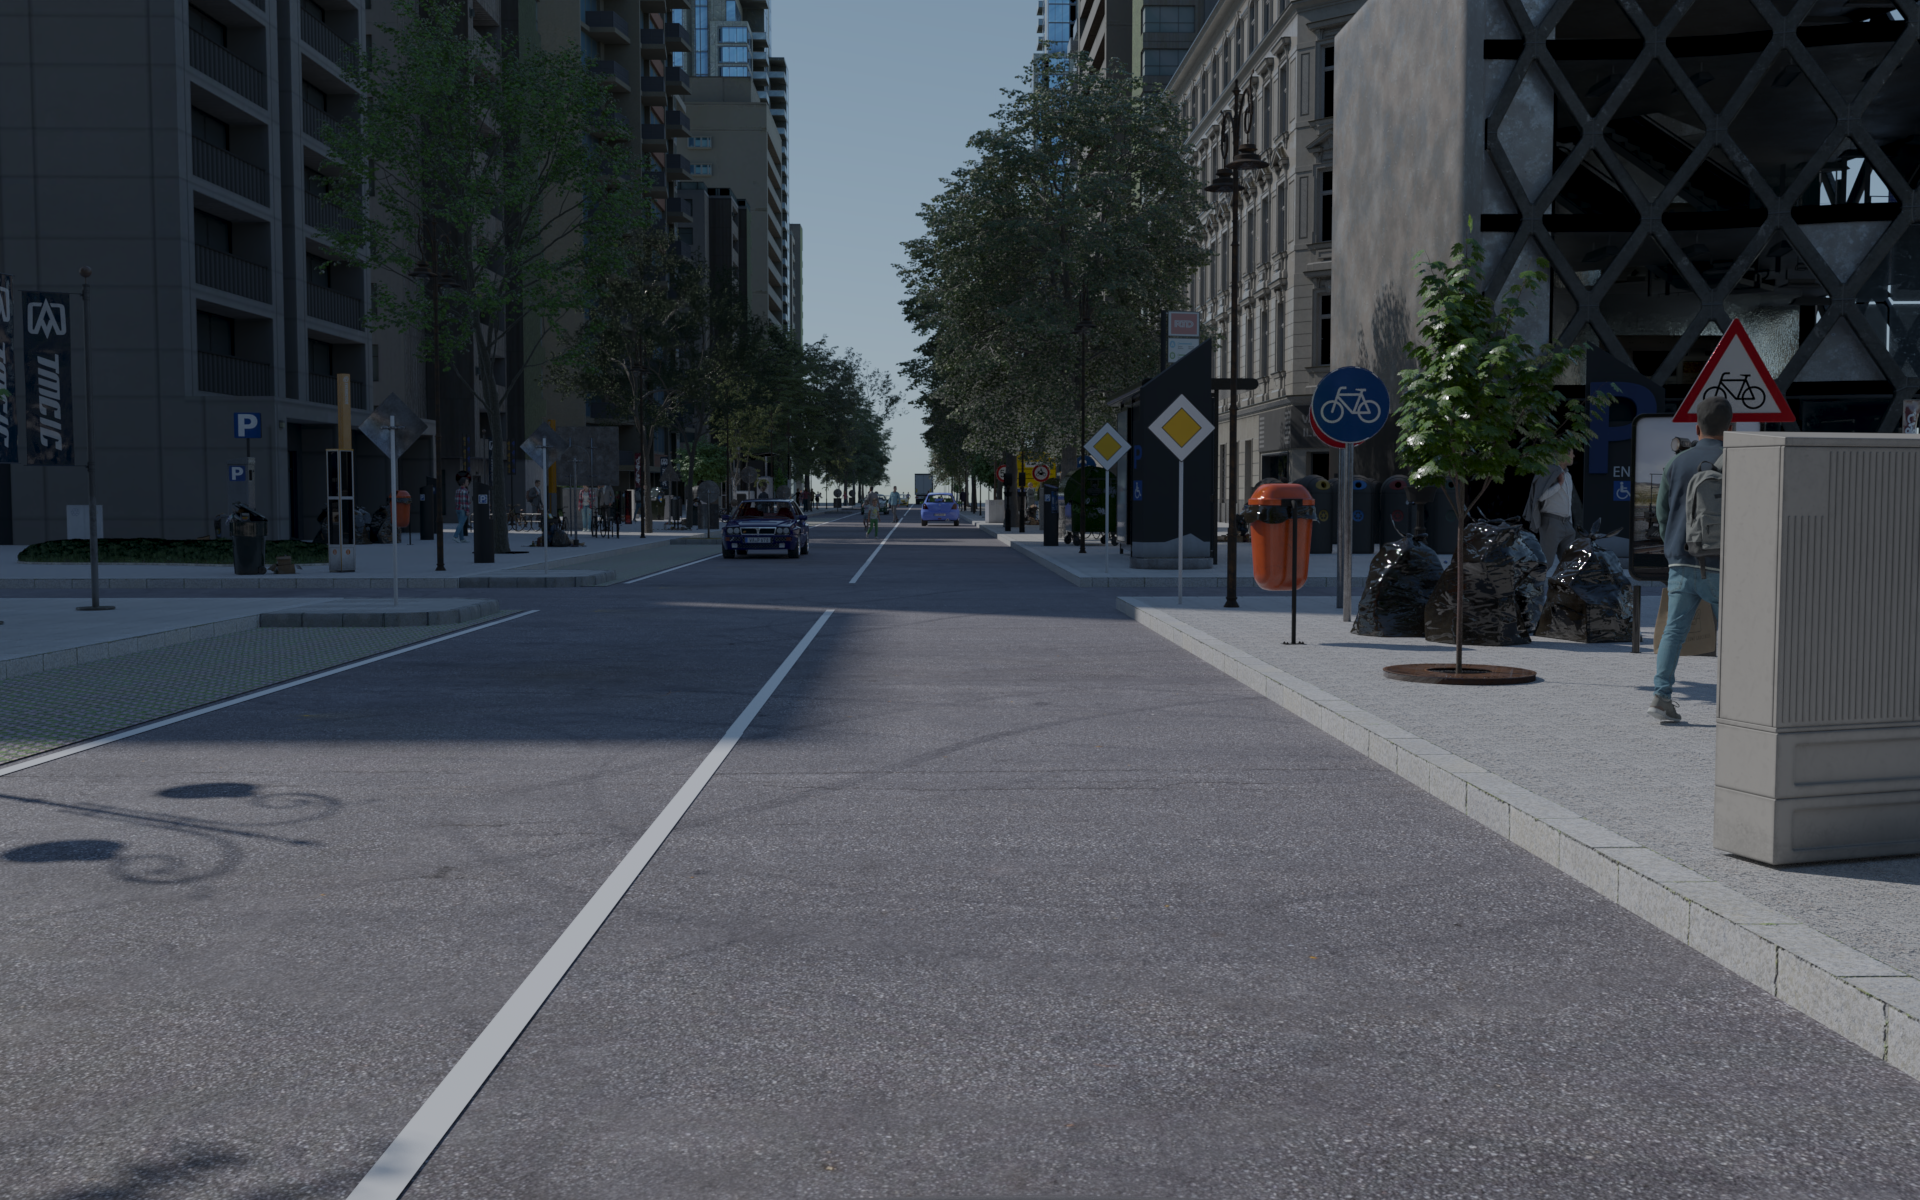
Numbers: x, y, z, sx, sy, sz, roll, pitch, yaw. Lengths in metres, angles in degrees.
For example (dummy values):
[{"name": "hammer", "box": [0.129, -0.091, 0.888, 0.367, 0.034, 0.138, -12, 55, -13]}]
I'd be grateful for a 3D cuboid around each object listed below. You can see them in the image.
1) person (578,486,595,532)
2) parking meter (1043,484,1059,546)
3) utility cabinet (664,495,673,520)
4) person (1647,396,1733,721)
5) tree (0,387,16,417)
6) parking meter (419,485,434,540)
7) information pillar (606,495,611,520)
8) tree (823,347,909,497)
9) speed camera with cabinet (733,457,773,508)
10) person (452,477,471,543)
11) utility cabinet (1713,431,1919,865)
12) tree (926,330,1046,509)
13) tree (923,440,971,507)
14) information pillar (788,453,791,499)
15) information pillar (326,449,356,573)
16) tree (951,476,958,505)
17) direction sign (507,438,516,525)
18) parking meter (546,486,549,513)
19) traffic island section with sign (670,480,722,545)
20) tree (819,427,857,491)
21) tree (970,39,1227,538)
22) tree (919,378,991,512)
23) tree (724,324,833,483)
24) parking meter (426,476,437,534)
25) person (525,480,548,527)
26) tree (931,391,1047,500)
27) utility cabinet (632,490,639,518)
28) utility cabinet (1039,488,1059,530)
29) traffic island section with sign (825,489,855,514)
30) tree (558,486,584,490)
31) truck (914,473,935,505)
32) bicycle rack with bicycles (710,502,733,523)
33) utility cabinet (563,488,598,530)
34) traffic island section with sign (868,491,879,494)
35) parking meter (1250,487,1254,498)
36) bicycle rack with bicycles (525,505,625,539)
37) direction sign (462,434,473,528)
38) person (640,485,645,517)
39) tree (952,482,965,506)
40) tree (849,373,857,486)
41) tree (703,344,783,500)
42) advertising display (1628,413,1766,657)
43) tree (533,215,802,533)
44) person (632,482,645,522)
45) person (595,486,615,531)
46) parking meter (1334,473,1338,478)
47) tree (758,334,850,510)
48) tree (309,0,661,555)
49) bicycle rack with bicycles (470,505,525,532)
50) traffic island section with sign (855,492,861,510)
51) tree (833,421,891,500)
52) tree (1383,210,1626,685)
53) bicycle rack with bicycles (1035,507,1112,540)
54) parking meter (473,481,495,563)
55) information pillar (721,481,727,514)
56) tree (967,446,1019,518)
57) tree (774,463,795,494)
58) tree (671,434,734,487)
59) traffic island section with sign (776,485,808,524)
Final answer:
[{"name": "person", "box": [-12.591, -3.157, 58.495, 0.563, 1.720, 0.643, 0, 4, 6]}, {"name": "parking meter", "box": [2.244, -2.096, 42.680, 0.372, 1.533, 0.369, 0, 3, 0]}, {"name": "utility cabinet", "box": [-14.631, -4.633, 86.913, 0.306, 1.237, 1.020, 0, 4, 1]}, {"name": "person", "box": [4.154, -0.225, 9.711, 0.713, 1.824, 0.794, -1, 4, -22]}, {"name": "tree", "box": [-9.145, -1.251, 15.054, 1.663, 3.219, 1.824, 0, 3, 0]}, {"name": "parking meter", "box": [-14.887, -2.442, 48.339, 0.372, 1.533, 0.369, 0, 3, 0]}, {"name": "information pillar", "box": [-17.367, -4.939, 85.239, 0.304, 2.012, 0.304, -1, 4, -20]}, {"name": "tree", "box": [-12.830, -22.312, 220.693, 12.611, 20.169, 13.585, 0, 3, 0]}, {"name": "speed camera with cabinet", "box": [-10.914, -5.929, 91.277, 2.038, 3.252, 0.660, 1, 4, 19]}, {"name": "person", "box": [-13.126, -2.366, 45.573, 0.643, 1.720, 0.563, -3, 4, -38]}, {"name": "utility cabinet", "box": [3.288, 0.154, 6.154, 1.173, 1.500, 0.318, -1, 4, -17]}, {"name": "tree", "box": [1.967, -9.933, 88.154, 9.928, 11.665, 9.643, 0, 3, 0]}, {"name": "tree", "box": [0.697, -15.301, 167.180, 9.611, 12.733, 9.660, 0, 3, 0]}, {"name": "information pillar", "box": [-9.862, -6.652, 100.118, 0.183, 3.616, 0.504, 1, 4, 9]}, {"name": "information pillar", "box": [-10.127, -1.458, 28.334, 0.304, 2.012, 0.304, 2, 4, 29]}, {"name": "tree", "box": [-0.579, -15.787, 208.472, 4.360, 8.622, 3.978, 0, 3, 0]}, {"name": "direction sign", "box": [-18.355, -4.827, 70.915, 0.379, 3.537, 0.876, -2, 4, -35]}, {"name": "parking meter", "box": [-17.652, -4.209, 74.523, 0.255, 1.863, 0.399, 3, 5, 43]}, {"name": "traffic island section with sign", "box": [-7.205, -2.513, 49.714, 1.989, 1.847, 2.006, 0, 4, -1]}, {"name": "tree", "box": [-12.416, -13.772, 175.538, 4.737, 8.622, 4.395, 0, 3, 0]}, {"name": "tree", "box": [3.240, -8.788, 50.344, 9.857, 13.997, 8.962, 0, 3, 0]}, {"name": "tree", "box": [0.542, -12.507, 122.620, 7.486, 12.596, 7.792, 0, 3, 0]}, {"name": "tree", "box": [-12.379, -12.094, 115.868, 7.486, 12.596, 7.792, 0, 3, 0]}, {"name": "parking meter", "box": [-16.978, -3.067, 55.853, 0.399, 1.863, 0.255, 0, 4, -8]}, {"name": "person", "box": [-16.364, -3.715, 66.748, 0.822, 1.834, 0.622, 1, 4, 12]}, {"name": "tree", "box": [2.280, -10.578, 107.363, 8.767, 10.594, 7.601, 0, 4, 1]}, {"name": "utility cabinet", "box": [-17.039, -4.996, 90.361, 0.318, 1.500, 1.173, -2, 4, -27]}, {"name": "utility cabinet", "box": [3.339, -3.150, 60.188, 1.173, 1.500, 0.318, 2, 4, 31]}, {"name": "traffic island section with sign", "box": [-8.946, -7.276, 127.588, 1.989, 1.847, 2.006, 0, 4, -1]}, {"name": "tree", "box": [-19.681, -5.727, 88.232, 1.663, 3.219, 1.824, 0, 3, 0]}, {"name": "truck", "box": [-4.921, -15.362, 240.087, 2.839, 4.237, 11.283, 0, 3, 0]}, {"name": "bicycle rack with bicycles", "box": [-10.355, -3.914, 77.369, 2.925, 0.926, 2.852, 2, 4, 29]}, {"name": "utility cabinet", "box": [-13.416, -3.211, 61.178, 1.173, 1.500, 0.318, 0, 4, 6]}, {"name": "traffic island section with sign", "box": [-10.786, -12.304, 209.794, 1.989, 1.847, 2.006, 0, 4, -1]}, {"name": "parking meter", "box": [9.916, -3.046, 58.206, 0.372, 1.533, 0.369, 0, 3, 0]}, {"name": "bicycle rack with bicycles", "box": [-10.980, -2.281, 50.669, 2.852, 0.926, 2.925, 0, 4, -6]}, {"name": "direction sign", "box": [-18.582, -4.480, 65.245, 0.379, 3.537, 0.876, 0, 3, 0]}, {"name": "person", "box": [-17.440, -5.508, 96.191, 0.391, 1.810, 0.635, -3, 5, -42]}, {"name": "tree", "box": [-0.025, -11.839, 188.176, 1.663, 3.219, 1.824, 0, 3, 0]}, {"name": "tree", "box": [2.105, -9.792, 66.757, 9.857, 13.997, 8.962, 0, 3, 0]}, {"name": "tree", "box": [-10.829, -8.165, 83.868, 4.737, 8.622, 4.395, 0, 3, 0]}, {"name": "advertising display", "box": [5.822, -0.520, 13.713, 0.974, 1.923, 0.123, 2, 4, 29]}, {"name": "tree", "box": [-10.113, -7.493, 56.930, 8.767, 10.594, 7.601, 1, 4, 15]}, {"name": "person", "box": [-14.715, -4.493, 79.488, 0.713, 1.824, 0.794, -2, 4, -31]}, {"name": "person", "box": [-12.246, -3.276, 59.783, 0.592, 1.802, 0.473, 2, 4, 27]}, {"name": "parking meter", "box": [10.745, -2.641, 48.886, 0.255, 1.863, 0.399, 3, 5, 44]}, {"name": "tree", "box": [-12.236, -14.094, 137.094, 9.857, 13.997, 8.962, 0, 3, 0]}, {"name": "tree", "box": [-10.068, -6.804, 37.007, 9.928, 11.665, 9.643, 0, 3, 0]}, {"name": "bicycle rack with bicycles", "box": [-15.276, -2.769, 58.650, 2.925, 0.926, 2.852, 3, 5, 44]}, {"name": "traffic island section with sign", "box": [-9.546, -8.924, 154.537, 1.989, 1.847, 2.006, 0, 4, -1]}, {"name": "tree", "box": [-14.784, -21.070, 261.505, 9.611, 12.733, 9.660, 0, 3, 0]}, {"name": "tree", "box": [3.407, -1.058, 11.906, 1.663, 3.219, 1.824, 0, 3, 0]}, {"name": "bicycle rack with bicycles", "box": [3.711, -2.146, 48.469, 2.852, 0.926, 2.925, -1, 4, -13]}, {"name": "parking meter", "box": [-8.869, -1.458, 32.247, 0.372, 1.533, 0.369, 0, 3, 0]}, {"name": "information pillar", "box": [-13.363, -5.744, 98.401, 0.304, 2.012, 0.304, 1, 4, 12]}, {"name": "tree", "box": [1.952, -6.809, 95.048, 4.285, 4.588, 4.351, 0, 3, 0]}, {"name": "tree", "box": [-11.207, -6.959, 108.384, 1.663, 3.219, 1.824, 0, 3, 0]}, {"name": "tree", "box": [-13.864, -6.705, 93.336, 4.285, 4.588, 4.351, 0, 3, 0]}, {"name": "traffic island section with sign", "box": [-7.813, -4.190, 77.141, 1.989, 1.847, 2.006, 0, 4, -1]}]
